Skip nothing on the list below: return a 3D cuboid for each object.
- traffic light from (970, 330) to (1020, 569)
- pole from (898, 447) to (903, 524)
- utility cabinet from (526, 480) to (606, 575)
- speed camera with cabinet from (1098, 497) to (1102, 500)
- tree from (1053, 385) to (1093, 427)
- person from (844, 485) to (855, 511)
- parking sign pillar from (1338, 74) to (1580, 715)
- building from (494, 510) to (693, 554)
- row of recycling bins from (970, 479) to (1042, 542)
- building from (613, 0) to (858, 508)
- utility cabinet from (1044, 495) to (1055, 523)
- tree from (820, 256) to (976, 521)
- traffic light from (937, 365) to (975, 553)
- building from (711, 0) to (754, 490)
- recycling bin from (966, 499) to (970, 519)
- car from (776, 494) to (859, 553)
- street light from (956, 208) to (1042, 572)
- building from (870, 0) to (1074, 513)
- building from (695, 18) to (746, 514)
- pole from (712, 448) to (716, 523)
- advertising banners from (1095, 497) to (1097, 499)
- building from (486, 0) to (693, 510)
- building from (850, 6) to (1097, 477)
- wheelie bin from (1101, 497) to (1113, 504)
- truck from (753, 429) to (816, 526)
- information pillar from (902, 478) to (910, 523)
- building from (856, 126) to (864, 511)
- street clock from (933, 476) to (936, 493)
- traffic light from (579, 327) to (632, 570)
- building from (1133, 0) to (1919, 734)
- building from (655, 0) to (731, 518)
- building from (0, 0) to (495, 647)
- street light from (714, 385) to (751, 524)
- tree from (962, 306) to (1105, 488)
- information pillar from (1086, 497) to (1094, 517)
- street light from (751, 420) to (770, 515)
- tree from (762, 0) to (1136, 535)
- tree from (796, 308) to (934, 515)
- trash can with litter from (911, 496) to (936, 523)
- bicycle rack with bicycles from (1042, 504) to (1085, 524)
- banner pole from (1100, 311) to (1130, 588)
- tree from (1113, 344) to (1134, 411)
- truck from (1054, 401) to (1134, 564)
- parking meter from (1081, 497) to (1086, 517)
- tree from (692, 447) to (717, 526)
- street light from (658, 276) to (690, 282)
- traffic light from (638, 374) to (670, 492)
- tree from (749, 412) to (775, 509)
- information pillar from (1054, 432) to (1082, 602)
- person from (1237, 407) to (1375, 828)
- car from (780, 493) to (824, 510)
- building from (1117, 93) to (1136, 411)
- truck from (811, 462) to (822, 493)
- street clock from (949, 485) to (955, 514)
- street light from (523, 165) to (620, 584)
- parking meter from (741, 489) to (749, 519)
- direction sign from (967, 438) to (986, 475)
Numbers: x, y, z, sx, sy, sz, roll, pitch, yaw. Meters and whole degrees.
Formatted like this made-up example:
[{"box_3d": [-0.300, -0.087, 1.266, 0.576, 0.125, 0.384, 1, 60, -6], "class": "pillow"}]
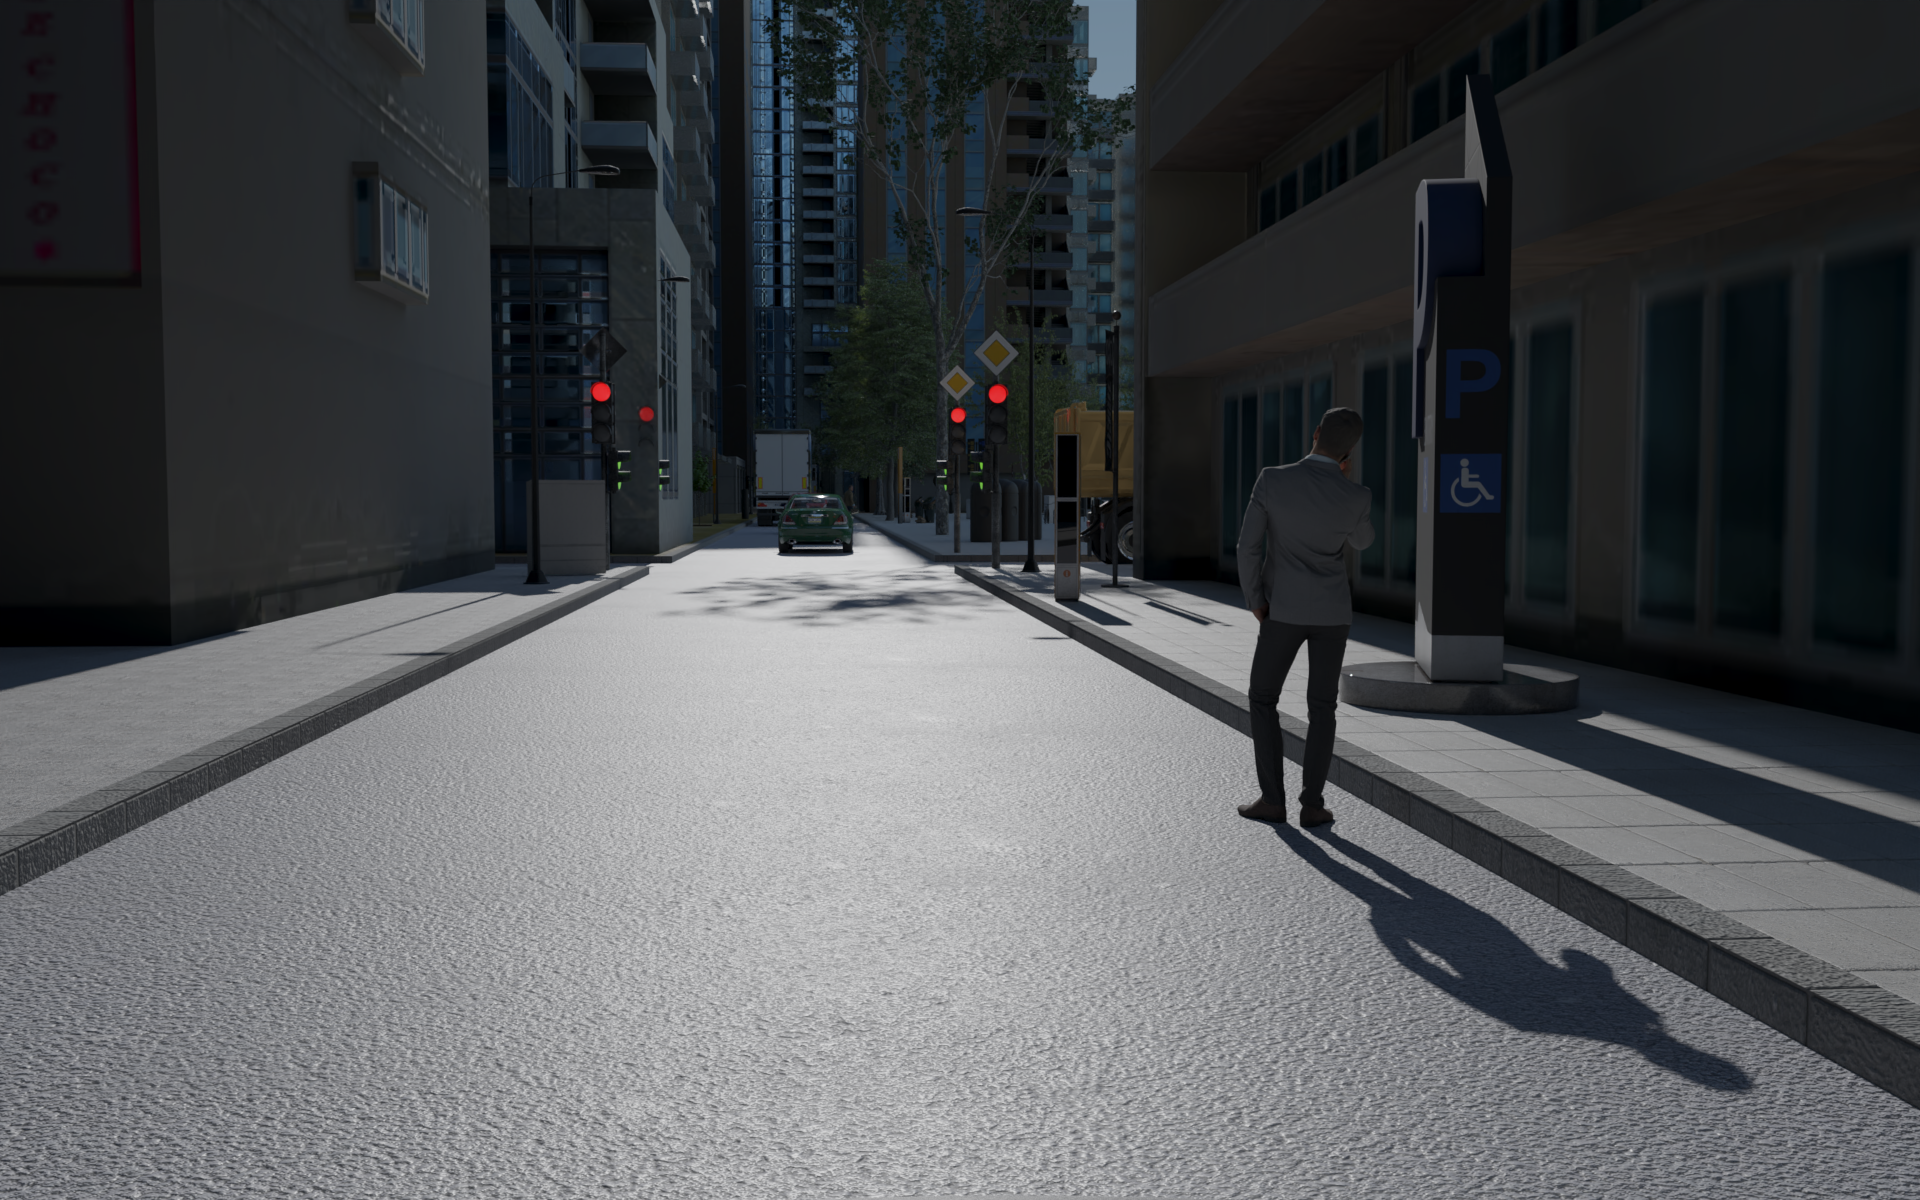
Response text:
[{"box_3d": [0.601, -2.499, 29.785, 0.839, 4.253, 0.868, 0, 4, -5], "class": "traffic light"}, {"box_3d": [-2.595, -4.961, 74.949, 0.158, 3.312, 0.155, 0, 3, 0], "class": "pole"}, {"box_3d": [-6.199, -1.137, 27.264, 1.173, 1.500, 0.318, -2, 4, -29], "class": "utility cabinet"}, {"box_3d": [6.406, -4.709, 71.330, 0.660, 3.252, 2.038, 3, 4, 36], "class": "speed camera with cabinet"}, {"box_3d": [7.630, -9.862, 111.606, 4.360, 8.622, 3.978, 0, 3, 0], "class": "tree"}, {"box_3d": [-4.962, -4.240, 77.742, 0.656, 1.842, 0.836, 1, 4, 20], "class": "person"}, {"box_3d": [3.075, -1.355, 10.626, 1.447, 3.967, 1.447, 1, 4, 11], "class": "parking sign pillar"}, {"box_3d": [-18.862, -45.025, 48.837, 22.319, 86.520, 31.000, 0, 4, -5], "class": "building"}, {"box_3d": [1.330, -2.464, 47.391, 1.069, 1.692, 3.534, 2, 4, 26], "class": "row of recycling bins"}, {"box_3d": [-23.579, -54.540, 204.395, 31.000, 86.520, 22.319, 0, 4, -5], "class": "building"}, {"box_3d": [4.150, -4.011, 76.745, 0.306, 1.237, 1.020, 3, 5, 41], "class": "utility cabinet"}, {"box_3d": [-2.954, -10.083, 82.989, 7.486, 12.596, 7.792, 0, 3, 0], "class": "tree"}, {"box_3d": [-0.081, -2.986, 37.741, 0.839, 4.253, 0.868, 0, 4, -5], "class": "traffic light"}, {"box_3d": [-23.840, -29.868, 138.455, 14.600, 45.320, 14.200, 0, 4, -5], "class": "building"}, {"box_3d": [0.784, -4.631, 88.265, 0.722, 1.027, 0.722, 2, 4, 28], "class": "recycling bin"}, {"box_3d": [-3.604, -1.947, 43.637, 2.131, 1.459, 4.920, 0, 4, -3], "class": "car"}, {"box_3d": [0.630, -3.410, 28.294, 1.470, 5.913, 1.316, 0, 4, -5], "class": "street light"}, {"box_3d": [-0.092, -28.878, 122.260, 14.600, 45.320, 14.200, 0, 4, -5], "class": "building"}, {"box_3d": [-25.587, -41.702, 120.080, 20.563, 71.187, 20.611, 0, 4, -5], "class": "building"}, {"box_3d": [-10.827, -5.052, 76.437, 0.158, 3.312, 0.155, 0, 3, 0], "class": "pole"}, {"box_3d": [8.173, -6.530, 102.951, 0.090, 3.025, 2.074, 3, 4, 36], "class": "advertising banners"}, {"box_3d": [-35.319, -52.638, 173.301, 31.000, 86.520, 22.319, 0, 4, -5], "class": "building"}, {"box_3d": [0.977, -33.893, 173.763, 23.786, 49.044, 30.456, 0, 4, -5], "class": "building"}, {"box_3d": [5.567, -3.372, 63.045, 0.980, 1.594, 0.693, 3, 5, 43], "class": "wheelie bin"}, {"box_3d": [-8.113, -5.584, 80.214, 2.839, 4.237, 11.283, 0, 4, -5], "class": "truck"}, {"box_3d": [-2.416, -4.459, 77.397, 0.304, 2.012, 0.304, -2, 4, -30], "class": "information pillar"}, {"box_3d": [-1.198, -22.330, 136.797, 14.160, 30.474, 14.107, 0, 4, -5], "class": "building"}, {"box_3d": [-0.745, -3.622, 63.794, 0.471, 2.002, 0.358, 1, 4, 10], "class": "street clock"}, {"box_3d": [-5.985, -2.464, 29.207, 0.839, 4.253, 0.868, 0, 4, -5], "class": "traffic light"}, {"box_3d": [14.148, -23.962, 15.481, 21.300, 48.544, 21.600, 0, 4, -5], "class": "building"}, {"box_3d": [-24.202, -28.668, 88.322, 23.786, 49.044, 30.456, 0, 4, -5], "class": "building"}, {"box_3d": [-17.476, -24.027, 16.550, 21.600, 48.544, 21.300, 0, 4, -5], "class": "building"}, {"box_3d": [-9.799, -6.185, 73.662, 1.470, 5.913, 1.316, 0, 4, -5], "class": "street light"}, {"box_3d": [2.360, -7.125, 66.851, 4.737, 8.622, 4.395, 0, 3, 0], "class": "tree"}, {"box_3d": [6.912, -5.355, 92.053, 0.304, 2.012, 0.304, 2, 4, 27], "class": "information pillar"}, {"box_3d": [-12.586, -8.322, 108.610, 1.470, 5.913, 1.316, 0, 4, -5], "class": "street light"}, {"box_3d": [0.719, -12.057, 53.029, 12.611, 20.169, 13.585, 0, 3, 0], "class": "tree"}, {"box_3d": [-4.922, -11.514, 105.264, 9.611, 12.733, 9.660, 0, 3, 0], "class": "tree"}, {"box_3d": [-1.466, -3.951, 75.985, 0.624, 1.170, 1.055, 3, 5, 40], "class": "trash can with litter"}, {"box_3d": [4.530, -4.093, 80.301, 2.852, 0.926, 2.925, -1, 4, -21], "class": "bicycle rack with bicycles"}, {"box_3d": [2.065, -2.051, 23.552, 0.401, 3.779, 0.863, 1, 4, 19], "class": "banner pole"}, {"box_3d": [8.678, -7.981, 80.849, 4.737, 8.622, 4.395, 0, 3, 0], "class": "tree"}, {"box_3d": [6.823, -2.311, 33.703, 9.791, 3.379, 3.469, 0, 4, -4], "class": "truck"}, {"box_3d": [7.029, -5.633, 97.815, 0.255, 1.863, 0.399, 3, 5, 44], "class": "parking meter"}, {"box_3d": [-10.373, -4.579, 69.464, 1.663, 3.219, 1.824, 0, 3, 0], "class": "tree"}, {"box_3d": [-6.462, -3.947, 37.072, 1.470, 5.913, 1.316, 0, 4, -5], "class": "street light"}, {"box_3d": [-6.667, -2.951, 37.163, 0.839, 4.253, 0.868, 0, 4, -5], "class": "traffic light"}, {"box_3d": [-18.796, -12.809, 159.791, 4.737, 8.622, 4.395, 0, 3, 0], "class": "tree"}, {"box_3d": [1.290, -0.992, 20.713, 0.304, 2.012, 0.304, 0, 4, 7], "class": "information pillar"}, {"box_3d": [1.493, 0.069, 7.548, 0.592, 1.802, 0.473, 1, 4, 20], "class": "person"}, {"box_3d": [-5.480, -3.296, 62.922, 2.155, 1.783, 4.494, 0, 4, -3], "class": "car"}, {"box_3d": [21.516, -36.116, 210.108, 30.456, 49.044, 23.786, 0, 4, -5], "class": "building"}, {"box_3d": [-13.973, -10.253, 156.555, 2.839, 4.237, 11.283, 0, 4, -4], "class": "truck"}, {"box_3d": [-0.597, -6.607, 112.590, 0.471, 2.002, 0.358, -1, 4, -15], "class": "street clock"}, {"box_3d": [-5.507, -3.184, 24.597, 1.470, 5.913, 1.316, 0, 4, -5], "class": "street light"}, {"box_3d": [-10.999, -4.908, 88.652, 0.372, 1.533, 0.369, 0, 3, 0], "class": "parking meter"}, {"box_3d": [0.676, -4.809, 70.624, 0.876, 3.537, 0.379, 2, 4, 33], "class": "direction sign"}]
